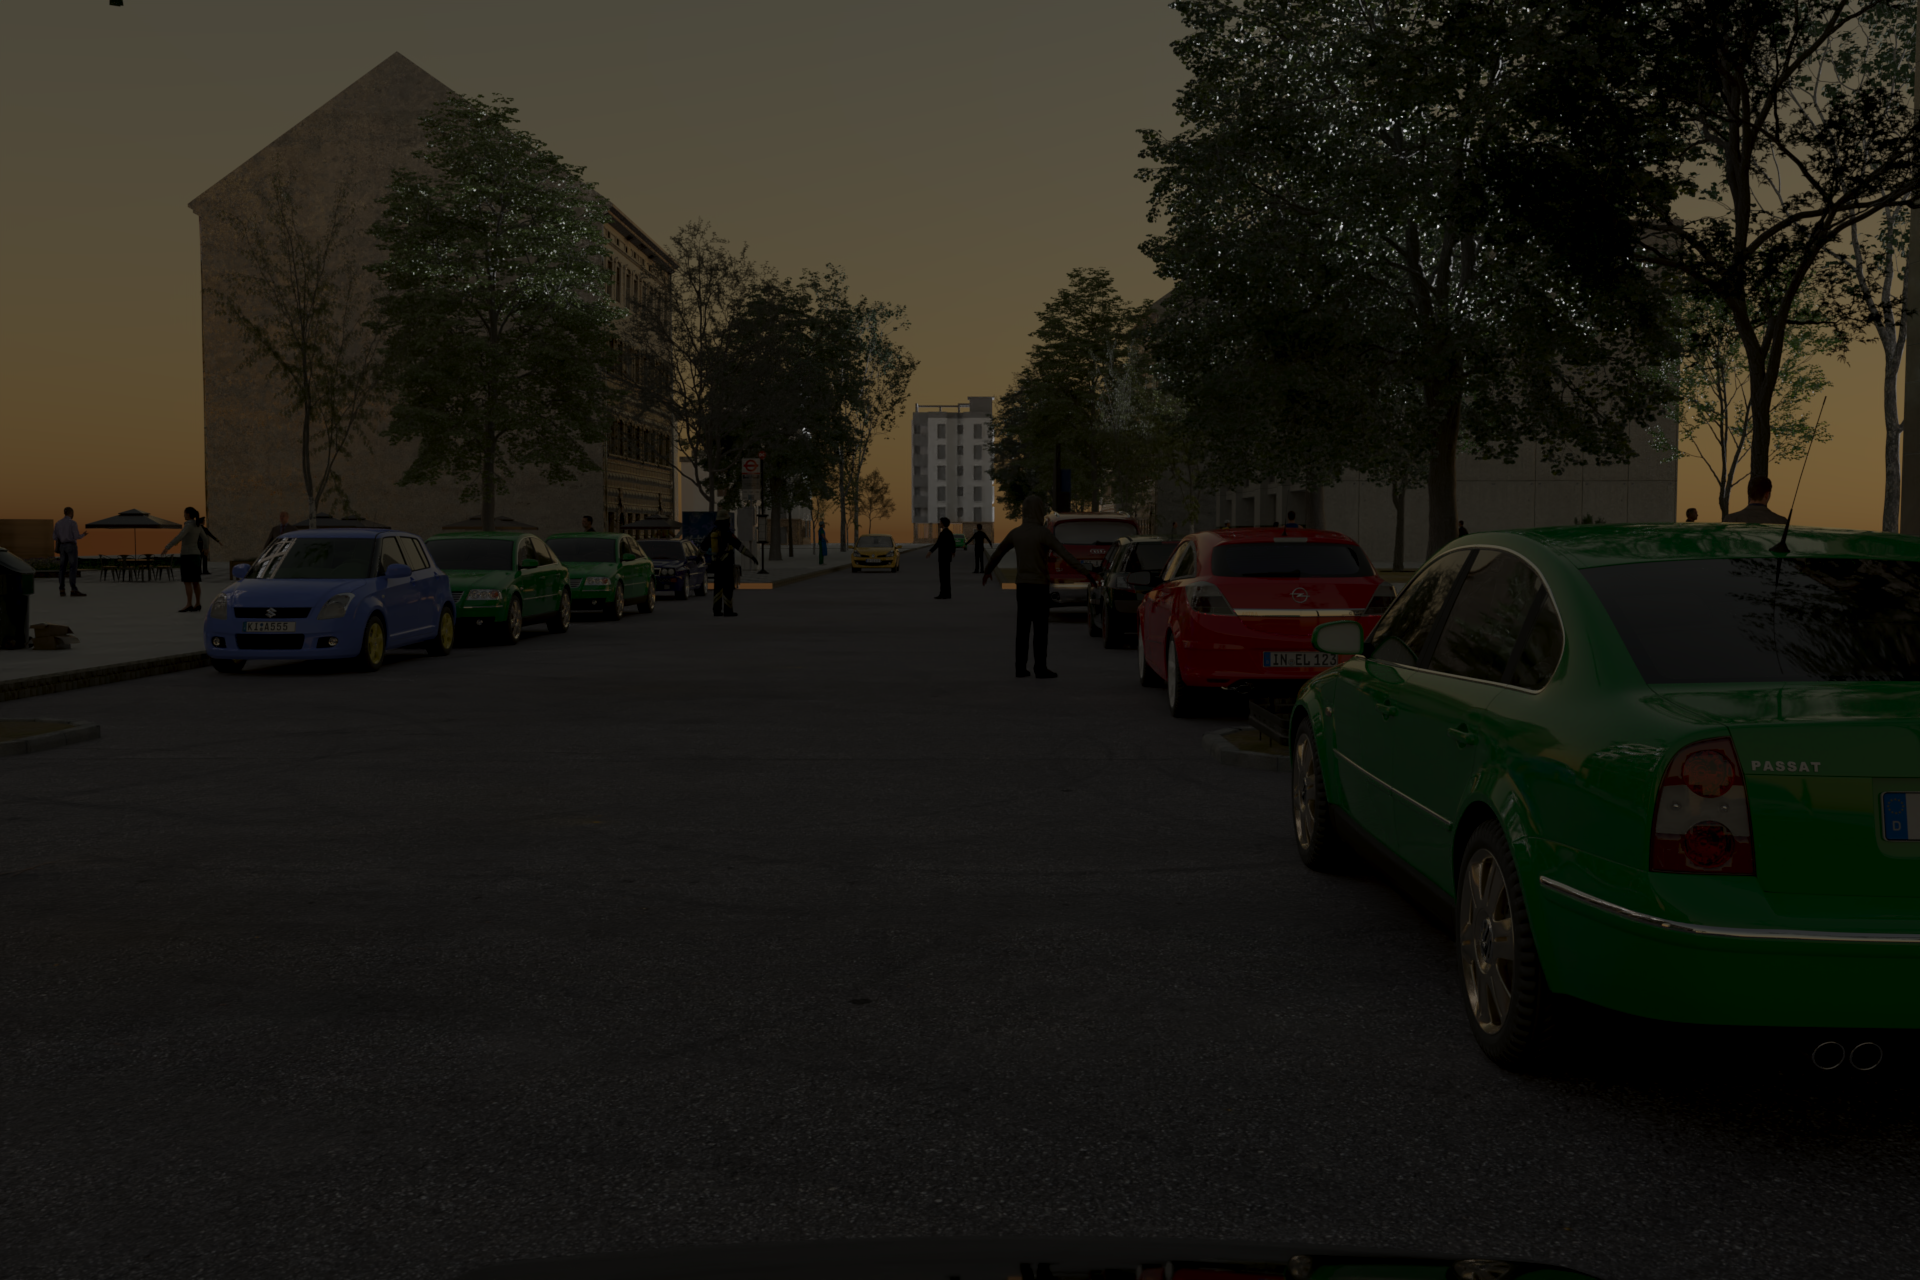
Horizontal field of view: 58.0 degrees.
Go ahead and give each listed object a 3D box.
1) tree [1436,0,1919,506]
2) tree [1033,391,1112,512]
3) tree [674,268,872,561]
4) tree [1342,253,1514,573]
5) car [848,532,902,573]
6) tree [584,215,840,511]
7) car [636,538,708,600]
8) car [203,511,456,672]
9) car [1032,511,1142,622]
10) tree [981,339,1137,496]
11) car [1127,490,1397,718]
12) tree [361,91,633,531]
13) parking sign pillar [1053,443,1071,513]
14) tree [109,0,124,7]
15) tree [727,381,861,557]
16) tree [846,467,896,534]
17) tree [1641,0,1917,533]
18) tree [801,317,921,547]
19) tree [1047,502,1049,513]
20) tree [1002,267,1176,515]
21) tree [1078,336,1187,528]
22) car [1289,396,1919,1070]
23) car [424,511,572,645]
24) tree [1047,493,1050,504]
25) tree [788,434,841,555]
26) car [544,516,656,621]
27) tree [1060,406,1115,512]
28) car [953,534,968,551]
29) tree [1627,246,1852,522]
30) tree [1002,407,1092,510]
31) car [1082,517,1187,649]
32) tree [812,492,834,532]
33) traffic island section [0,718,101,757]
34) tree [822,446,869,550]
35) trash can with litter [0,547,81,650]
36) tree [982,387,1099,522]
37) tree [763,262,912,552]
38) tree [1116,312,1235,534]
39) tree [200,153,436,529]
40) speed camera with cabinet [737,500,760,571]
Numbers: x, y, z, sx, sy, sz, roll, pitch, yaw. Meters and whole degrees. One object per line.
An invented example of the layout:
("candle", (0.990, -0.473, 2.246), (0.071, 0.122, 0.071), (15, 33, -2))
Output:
("tree", (8.600, -5.104, 17.870), (7.601, 10.594, 8.767), (-1, 4, -23))
("tree", (5.689, -8.141, 83.465), (4.737, 8.622, 4.395), (0, 3, 0))
("tree", (-9.066, -10.833, 83.769), (9.857, 13.997, 8.962), (0, 3, 0))
("tree", (14.734, -8.079, 57.840), (9.928, 11.665, 9.643), (0, 3, 0))
("car", (-3.179, -3.377, 65.432), (2.015, 1.641, 3.980), (0, 3, 0))
("tree", (-9.878, -9.632, 67.859), (12.009, 13.543, 11.850), (0, 3, 0))
("car", (-6.738, -1.600, 38.737), (1.945, 1.354, 3.894), (0, 4, 1))
("car", (-6.879, -0.582, 19.103), (1.945, 1.707, 3.694), (0, 4, 1))
("car", (2.133, -1.297, 29.872), (2.281, 1.827, 5.304), (0, 4, -1))
("tree", (6.412, -12.108, 108.335), (12.009, 13.543, 11.850), (0, 3, 0))
("car", (2.558, -0.363, 14.975), (2.155, 1.783, 4.494), (0, 4, 1))
("tree", (-12.107, -7.776, 45.263), (7.486, 12.596, 7.792), (0, 3, 0))
("parking sign pillar", (3.047, -3.899, 52.221), (1.447, 3.967, 1.447), (0, 4, -1))
("tree", (-11.898, -9.839, 16.750), (12.611, 20.169, 13.585), (0, 3, 0))
("tree", (-9.371, -9.954, 97.162), (8.767, 10.594, 7.601), (1, 4, 12))
("tree", (-12.268, -18.689, 239.980), (7.601, 10.594, 8.767), (0, 4, -7))
("tree", (23.735, -11.545, 44.645), (12.611, 20.169, 13.585), (0, 3, 0))
("tree", (-10.162, -18.124, 152.211), (12.611, 20.169, 13.585), (0, 3, 0))
("tree", (12.149, -19.328, 241.772), (9.928, 11.665, 9.643), (0, 3, 0))
("tree", (5.542, -9.563, 74.478), (7.486, 12.596, 7.792), (0, 3, 0))
("tree", (6.051, -6.979, 64.467), (4.360, 8.622, 3.978), (0, 3, 0))
("car", (2.317, 0.172, 5.992), (1.959, 1.807, 4.718), (0, 4, 1))
("car", (-6.591, -0.913, 23.724), (1.959, 1.807, 4.718), (0, 4, 0))
("tree", (6.569, -11.844, 144.006), (4.360, 8.622, 3.978), (0, 3, 0))
("tree", (-8.936, -9.638, 107.952), (4.360, 8.622, 3.978), (0, 3, 0))
("car", (-6.474, -1.299, 30.036), (1.959, 1.807, 4.718), (0, 4, 1))
("tree", (6.485, -8.716, 92.874), (4.737, 8.622, 4.395), (0, 3, 0))
("car", (-0.272, -8.751, 151.877), (1.959, 1.807, 4.718), (0, 4, -1))
("tree", (27.591, -8.342, 62.153), (9.928, 11.665, 9.643), (0, 3, 0))
("tree", (6.635, -11.623, 124.451), (7.601, 10.594, 8.767), (1, 4, 17))
("car", (2.645, -0.807, 22.985), (2.009, 1.686, 4.222), (0, 4, 0))
("tree", (-18.825, -17.700, 239.764), (4.360, 8.622, 3.978), (0, 3, 0))
("traffic island section", (-7.051, 0.681, 11.724), (1.991, 0.108, 1.994), (0, 4, 1))
("tree", (-8.945, -11.326, 135.546), (4.737, 8.622, 4.395), (0, 3, 0))
("trash can with litter", (-10.386, -0.485, 19.312), (1.055, 1.170, 0.624), (0, 4, 1))
("tree", (6.533, -14.034, 136.104), (9.857, 13.997, 8.962), (0, 3, 0))
("tree", (-9.461, -16.388, 123.833), (12.611, 20.169, 13.585), (0, 3, 0))
("tree", (7.358, -6.484, 56.380), (4.737, 8.622, 4.395), (0, 3, 0))
("tree", (-13.199, -5.146, 34.496), (4.360, 8.622, 3.978), (0, 3, 0))
("speed camera with cabinet", (-7.408, -4.056, 60.646), (0.660, 3.252, 2.038), (0, 3, 0))
